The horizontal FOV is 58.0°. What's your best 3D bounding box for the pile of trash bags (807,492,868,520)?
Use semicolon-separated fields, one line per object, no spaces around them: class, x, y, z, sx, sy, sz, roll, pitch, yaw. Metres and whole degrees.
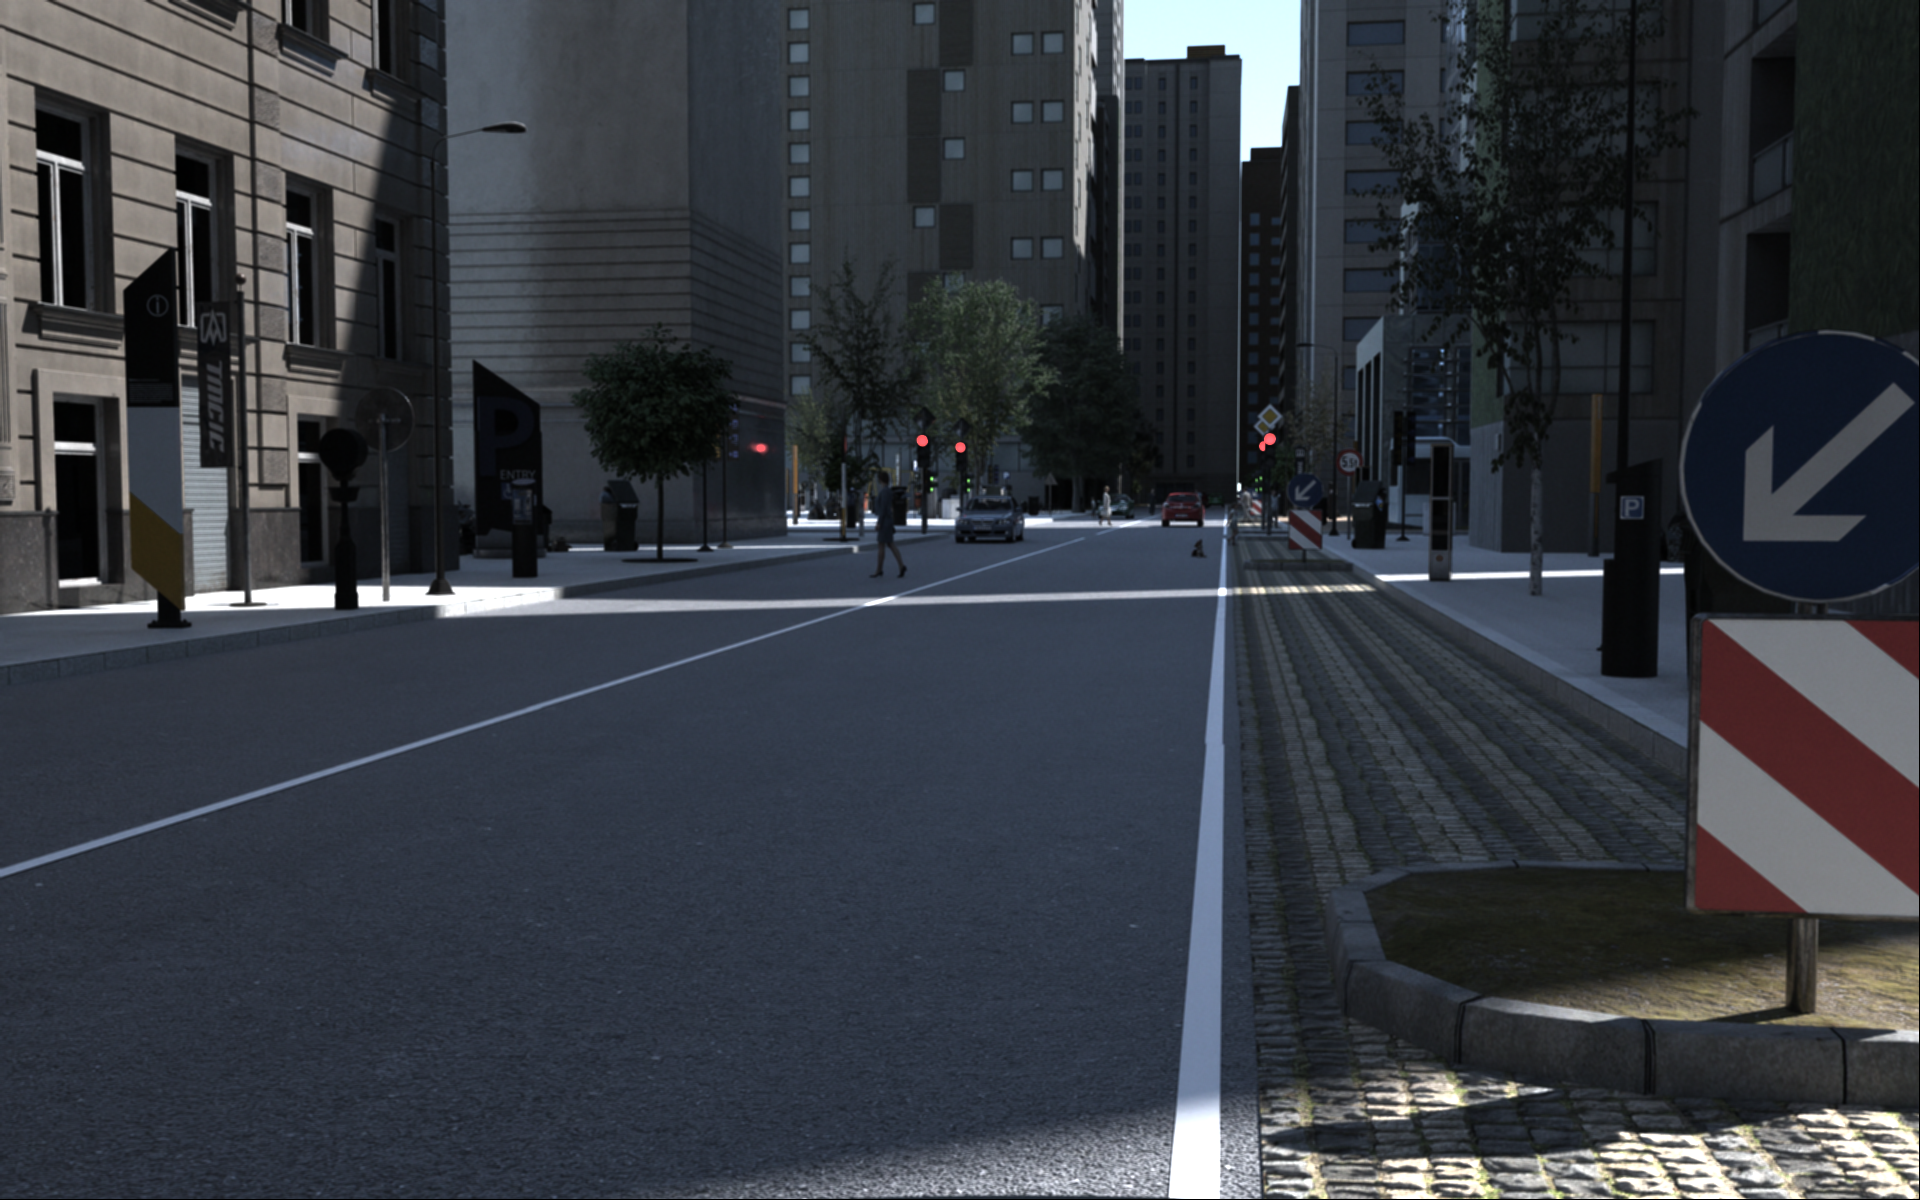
pile of trash bags;-5.866;-4.675;86.184;1.912;1.369;3.447;3;5;41

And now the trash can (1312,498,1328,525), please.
trash can;14.724;-3.625;70.914;0.748;1.137;0.748;0;3;0

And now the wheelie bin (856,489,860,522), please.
wheelie bin;-4.728;-4.306;78.318;0.693;1.594;0.980;2;4;33

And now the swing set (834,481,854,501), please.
swing set;-8.369;-8.691;139.712;3.119;2.851;2.862;1;4;19

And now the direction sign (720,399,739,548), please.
direction sign;-5.602;-3.009;41.188;0.379;3.537;0.876;3;5;43

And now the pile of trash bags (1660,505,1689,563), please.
pile of trash bags;14.681;-1.444;33.356;3.447;1.369;1.912;-1;4;-13

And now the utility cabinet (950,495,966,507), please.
utility cabinet;-0.123;-6.349;114.972;1.020;1.237;0.306;0;4;8

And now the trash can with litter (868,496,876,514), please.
trash can with litter;-5.448;-6.241;113.429;0.624;1.170;1.055;3;5;45

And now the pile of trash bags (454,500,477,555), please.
pile of trash bags;-11.881;-1.677;37.168;3.447;1.369;1.912;1;4;23

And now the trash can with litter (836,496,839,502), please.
trash can with litter;-8.536;-7.056;126.424;2.233;1.210;1.678;2;4;25

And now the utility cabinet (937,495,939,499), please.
utility cabinet;-2.145;-7.556;134.704;1.020;1.237;0.306;0;4;5

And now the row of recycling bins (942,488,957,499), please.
row of recycling bins;-0.754;-6.784;118.033;1.069;1.692;3.534;0;4;-3

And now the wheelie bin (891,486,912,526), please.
wheelie bin;-2.452;-3.833;70.577;0.980;1.594;0.693;0;4;-5

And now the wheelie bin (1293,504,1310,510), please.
wheelie bin;14.589;-4.033;73.851;0.693;1.594;0.980;-1;4;-10

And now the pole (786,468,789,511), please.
pole;-13.434;-8.622;134.820;0.158;3.312;0.155;0;3;0

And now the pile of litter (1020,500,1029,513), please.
pile of litter;4.628;-6.354;117.845;1.176;0.858;1.719;2;4;33

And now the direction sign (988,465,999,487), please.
direction sign;2.594;-8.744;134.959;0.876;3.537;0.379;2;4;23

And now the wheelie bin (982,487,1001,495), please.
wheelie bin;1.404;-4.102;74.974;0.980;1.594;0.693;-1;4;-9

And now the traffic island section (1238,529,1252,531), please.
traffic island section;10.855;-2.420;61.853;2.009;0.180;2.903;1;4;9

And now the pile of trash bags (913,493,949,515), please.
pile of trash bags;-1.786;-5.922;106.571;1.912;1.369;3.447;2;4;33

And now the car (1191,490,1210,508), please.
car;24.195;-10.224;175.830;2.281;1.827;5.304;1;4;9

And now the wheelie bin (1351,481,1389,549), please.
wheelie bin;9.619;-2.005;40.685;0.693;1.594;0.980;-3;5;-40

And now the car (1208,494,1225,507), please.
car;28.151;-11.106;190.374;1.959;1.807;4.718;1;4;9

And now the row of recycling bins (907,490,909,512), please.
row of recycling bins;-4.109;-6.945;120.663;1.069;1.692;3.534;0;4;3

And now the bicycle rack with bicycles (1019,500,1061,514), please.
bicycle rack with bicycles;5.127;-6.008;111.610;2.925;0.926;2.852;-1;4;-22

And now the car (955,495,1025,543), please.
car;0.938;-2.468;52.361;2.014;1.417;4.499;0;4;8

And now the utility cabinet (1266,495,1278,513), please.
utility cabinet;21.312;-6.541;118.106;0.306;1.237;1.020;-2;4;-25

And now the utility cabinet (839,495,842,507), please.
utility cabinet;-8.406;-6.815;122.581;0.306;1.237;1.020;0;4;-5

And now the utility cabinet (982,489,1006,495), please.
utility cabinet;1.440;-4.460;81.599;1.173;1.500;0.318;2;4;25

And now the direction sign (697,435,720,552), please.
direction sign;-5.688;-2.848;38.570;0.379;3.537;0.876;-1;4;-20

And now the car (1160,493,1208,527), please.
car;9.947;-4.163;77.103;2.155;1.783;4.494;1;4;9

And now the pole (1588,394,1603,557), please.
pole;12.977;-2.540;35.372;0.158;3.312;0.155;0;3;0

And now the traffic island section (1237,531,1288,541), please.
traffic island section;9.638;-1.938;53.961;2.009;0.180;2.903;1;4;9

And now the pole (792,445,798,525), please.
pole;-6.882;-4.797;72.269;0.158;3.312;0.155;0;3;0

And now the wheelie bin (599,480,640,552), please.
wheelie bin;-7.669;-1.891;38.825;0.693;1.594;0.980;3;4;36

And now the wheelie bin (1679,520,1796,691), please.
wheelie bin;4.935;-0.187;10.971;0.693;1.594;0.980;1;4;12

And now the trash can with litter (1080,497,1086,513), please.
trash can with litter;8.144;-6.529;118.138;0.624;1.170;1.055;2;4;29

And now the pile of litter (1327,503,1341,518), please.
pile of litter;20.083;-4.939;94.720;1.719;0.858;1.176;0;4;8

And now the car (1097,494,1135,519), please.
car;9.133;-5.452;100.936;2.131;1.459;4.920;1;4;10

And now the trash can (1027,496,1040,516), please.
trash can;4.402;-5.618;103.511;0.748;1.137;0.748;0;3;0

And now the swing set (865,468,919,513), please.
swing set;-4.657;-7.283;116.692;3.119;2.851;2.862;-1;4;-22

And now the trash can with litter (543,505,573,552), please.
trash can with litter;-9.162;-1.648;38.335;0.624;1.170;1.055;3;5;41

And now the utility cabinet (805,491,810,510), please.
utility cabinet;-12.057;-7.812;136.405;0.318;1.500;1.173;-1;4;-12

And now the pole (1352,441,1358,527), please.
pole;15.242;-4.464;66.832;0.158;3.312;0.155;0;3;0
